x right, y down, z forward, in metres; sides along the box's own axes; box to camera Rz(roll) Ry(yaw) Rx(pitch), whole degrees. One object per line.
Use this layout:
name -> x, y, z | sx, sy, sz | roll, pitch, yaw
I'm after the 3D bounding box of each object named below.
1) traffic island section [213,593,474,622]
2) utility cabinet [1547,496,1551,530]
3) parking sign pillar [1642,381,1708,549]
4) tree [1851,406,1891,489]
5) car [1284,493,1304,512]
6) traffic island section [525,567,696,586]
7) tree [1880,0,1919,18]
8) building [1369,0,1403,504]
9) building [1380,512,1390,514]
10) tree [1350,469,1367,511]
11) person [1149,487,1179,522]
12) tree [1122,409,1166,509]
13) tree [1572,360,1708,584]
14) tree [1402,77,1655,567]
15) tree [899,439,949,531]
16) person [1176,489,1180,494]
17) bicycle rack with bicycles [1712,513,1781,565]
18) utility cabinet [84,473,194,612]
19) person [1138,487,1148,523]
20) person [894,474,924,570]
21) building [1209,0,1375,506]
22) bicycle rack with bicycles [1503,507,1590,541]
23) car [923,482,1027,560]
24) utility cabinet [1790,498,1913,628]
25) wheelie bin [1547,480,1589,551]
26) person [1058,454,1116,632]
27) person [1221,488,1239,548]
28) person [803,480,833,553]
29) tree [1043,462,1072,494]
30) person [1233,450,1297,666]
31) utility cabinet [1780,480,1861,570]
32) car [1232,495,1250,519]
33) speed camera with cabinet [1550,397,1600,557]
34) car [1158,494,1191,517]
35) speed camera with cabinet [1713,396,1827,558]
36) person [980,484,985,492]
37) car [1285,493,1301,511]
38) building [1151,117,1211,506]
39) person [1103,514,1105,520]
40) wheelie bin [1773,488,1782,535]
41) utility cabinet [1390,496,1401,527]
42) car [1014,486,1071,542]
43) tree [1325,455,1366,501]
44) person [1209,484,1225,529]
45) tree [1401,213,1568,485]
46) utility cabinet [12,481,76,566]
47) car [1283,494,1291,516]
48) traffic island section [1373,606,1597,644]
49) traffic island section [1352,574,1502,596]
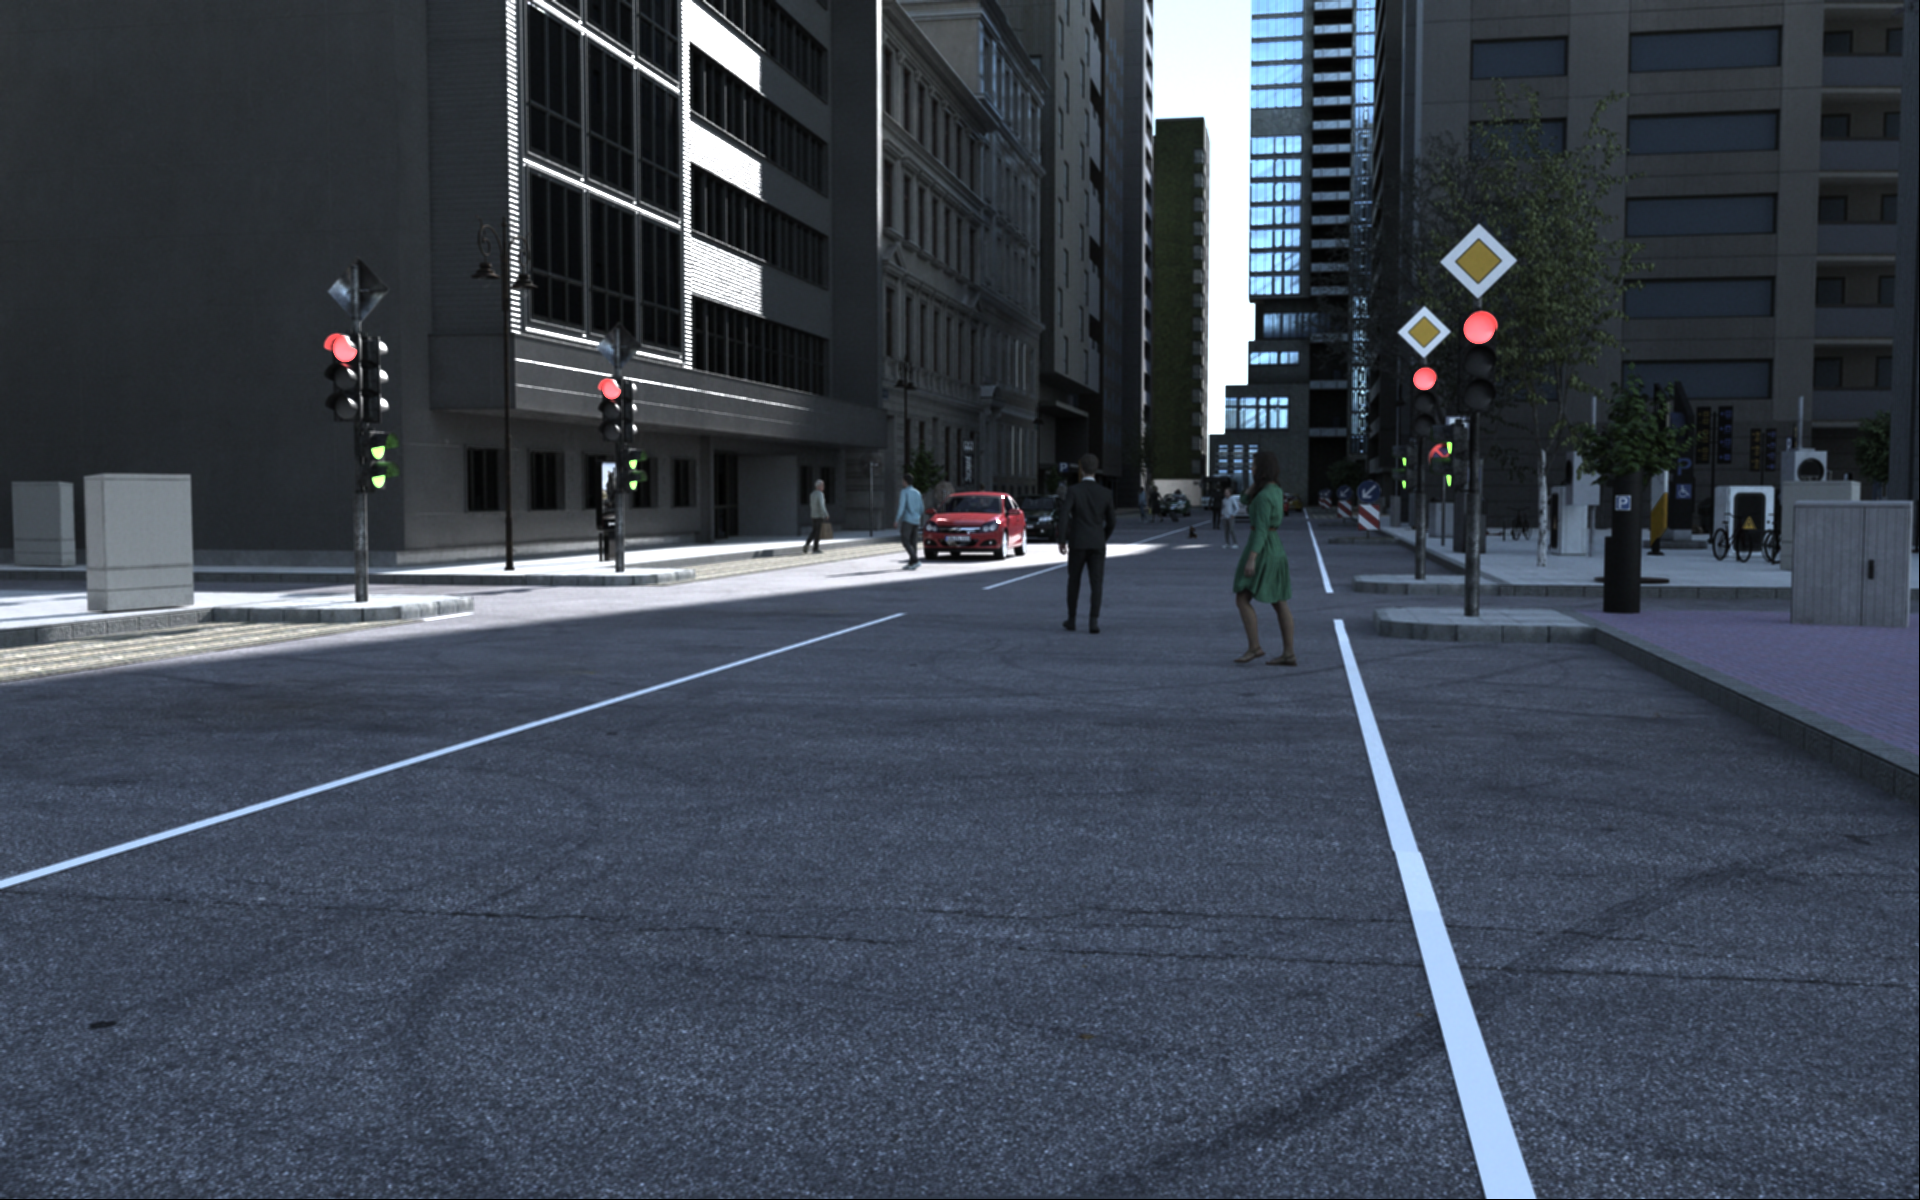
traffic island section -> -7.152, 0.099, 20.668 | 2.009, 0.180, 2.903 | 1, 4, 11
utility cabinet -> 21.138, -3.060, 61.191 | 1.020, 1.237, 0.306 | 1, 4, 20
parking sign pillar -> 16.893, -3.201, 40.810 | 1.447, 3.967, 1.447 | 0, 4, 8
tree -> 32.639, -4.680, 60.230 | 4.285, 4.588, 4.351 | 0, 3, 0
car -> 26.478, -7.842, 138.433 | 2.015, 1.641, 3.980 | 1, 4, 10
traffic island section -> -5.613, -0.381, 28.504 | 2.009, 0.180, 2.903 | 1, 4, 11
tree -> 6.876, -5.981, 8.166 | 12.009, 13.543, 11.850 | 0, 3, 0
building -> 43.662, -31.326, 135.878 | 21.300, 48.544, 21.600 | 1, 4, 11
building -> 43.902, -25.704, 112.134 | 32.217, 40.220, 23.993 | 1, 4, 11
tree -> 30.853, -8.518, 133.875 | 1.663, 3.219, 1.824 | 0, 3, 0
person -> 10.308, -4.856, 88.110 | 1.509, 1.804, 0.699 | 2, 4, 32
tree -> 15.848, -12.137, 148.796 | 4.737, 8.622, 4.395 | 0, 3, 0
tree -> 9.703, -1.876, 25.268 | 1.663, 3.219, 1.824 | 0, 3, 0
tree -> 10.130, -4.888, 30.283 | 4.737, 8.622, 4.395 | 0, 3, 0
tree -> -1.196, -4.039, 60.632 | 1.663, 3.219, 1.824 | 0, 3, 0
person -> 18.235, -8.356, 145.051 | 1.348, 1.831, 0.705 | 3, 4, 38
bicycle rack with bicycles -> 15.615, -1.150, 32.177 | 2.852, 0.926, 2.925 | 0, 4, 6
utility cabinet -> -9.075, -0.641, 19.157 | 0.318, 1.500, 1.173 | 1, 4, 23
person -> 9.156, -4.767, 86.704 | 0.793, 1.790, 0.793 | -3, 5, -41
person -> -0.926, -1.499, 33.020 | 0.620, 1.820, 0.660 | 2, 4, 35
building -> 43.968, -53.715, 190.919 | 31.000, 86.520, 22.319 | 1, 4, 11
bicycle rack with bicycles -> 16.274, -2.114, 47.940 | 2.852, 0.926, 2.925 | 2, 4, 27
car -> 0.372, -1.842, 39.165 | 2.155, 1.783, 4.494 | 1, 4, 11
utility cabinet -> 8.734, -0.356, 16.978 | 1.020, 1.237, 0.306 | 2, 4, 33
wheelie bin -> 13.289, -1.835, 37.908 | 0.693, 1.594, 0.980 | 2, 4, 34
person -> 1.288, -0.597, 18.032 | 0.659, 1.850, 0.755 | 0, 4, -8
person -> 7.117, -2.176, 45.883 | 0.330, 1.601, 0.589 | -2, 4, -32
person -> -3.403, -1.992, 41.561 | 0.515, 1.767, 0.782 | -2, 4, -35
tree -> 5.602, -6.579, 102.161 | 1.663, 3.219, 1.824 | 0, 3, 0
person -> 2.549, -0.347, 14.424 | 0.529, 1.795, 0.600 | 1, 4, 14
utility cabinet -> 14.252, -1.224, 28.698 | 0.318, 1.500, 1.173 | -2, 4, -34
car -> 14.719, -4.762, 90.228 | 2.083, 1.381, 4.827 | 1, 4, 11
speed camera with cabinet -> 12.780, -2.547, 35.987 | 0.660, 3.252, 2.038 | 0, 4, 7
car -> 13.838, -6.103, 111.581 | 2.131, 1.459, 4.920 | 1, 4, 12
speed camera with cabinet -> 16.367, -2.485, 34.970 | 2.038, 3.252, 0.660 | 0, 4, -3
person -> 0.759, -2.982, 57.590 | 0.374, 1.781, 0.599 | 2, 4, 33
car -> 27.329, -8.269, 144.244 | 2.155, 1.783, 4.494 | 1, 4, 10
building -> 20.395, -31.104, 192.143 | 14.086, 41.232, 14.154 | 1, 4, 11
person -> 7.725, -5.267, 94.428 | 0.447, 1.846, 0.655 | 0, 4, 5
wheelie bin -> 25.956, -2.849, 54.492 | 0.693, 1.594, 0.980 | 0, 4, -1
utility cabinet -> 16.952, -3.440, 67.407 | 0.306, 1.237, 1.020 | 0, 4, 7
car -> 2.322, -2.633, 52.835 | 2.009, 1.686, 4.222 | 1, 4, 12
tree -> 32.579, -9.957, 146.507 | 4.285, 4.588, 4.351 | 0, 3, 0
person -> 10.472, -3.809, 70.554 | 0.659, 1.850, 0.755 | 1, 4, 11
tree -> 13.467, -5.802, 45.226 | 4.360, 8.622, 3.978 | 0, 3, 0
utility cabinet -> -16.175, -1.340, 30.592 | 1.173, 1.500, 0.318 | 1, 4, 23
car -> 20.754, -6.432, 114.210 | 2.155, 1.783, 4.494 | 1, 4, 10
traffic island section -> 5.400, 0.249, 18.207 | 2.009, 0.180, 2.903 | 1, 4, 11
traffic island section -> 6.939, -0.230, 26.043 | 2.009, 0.180, 2.903 | 1, 4, 11
